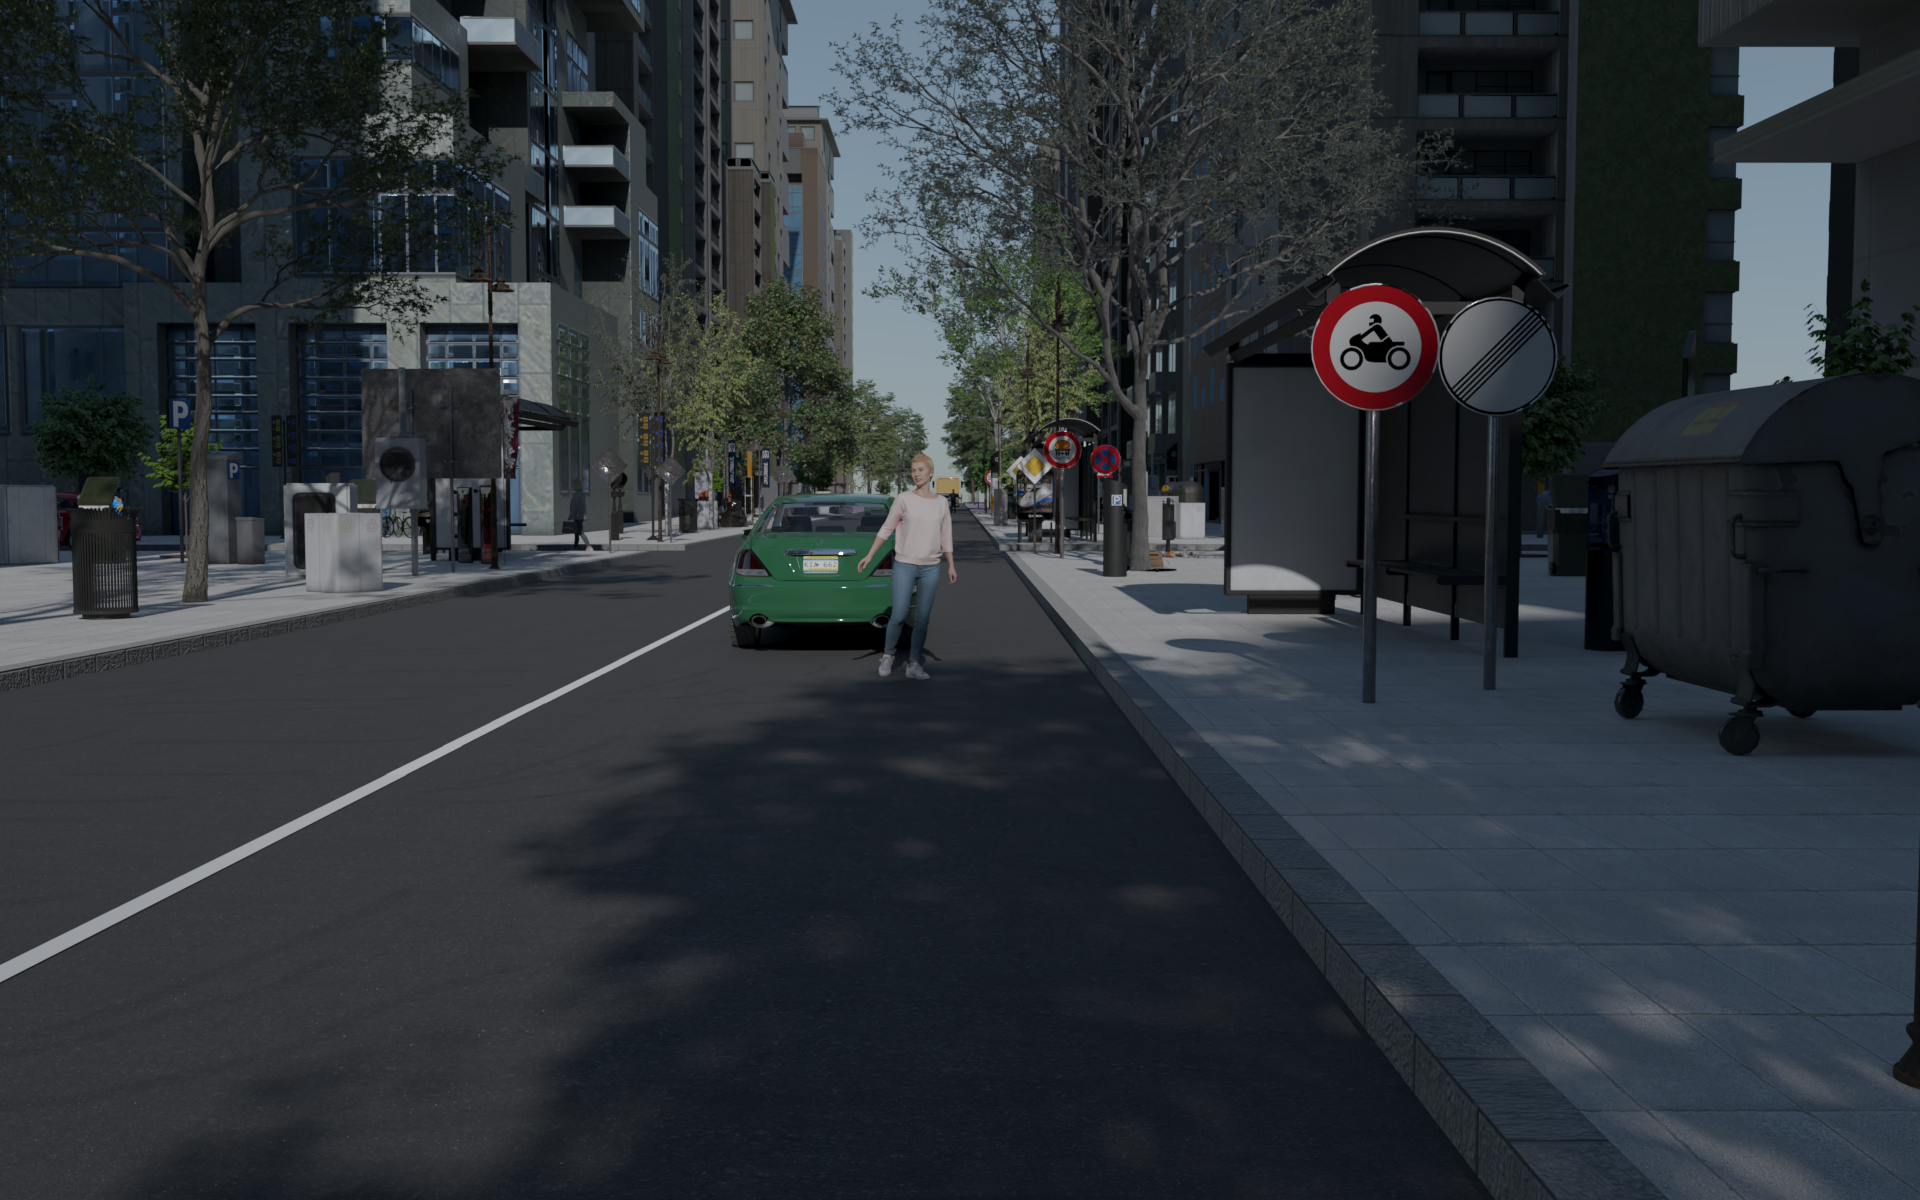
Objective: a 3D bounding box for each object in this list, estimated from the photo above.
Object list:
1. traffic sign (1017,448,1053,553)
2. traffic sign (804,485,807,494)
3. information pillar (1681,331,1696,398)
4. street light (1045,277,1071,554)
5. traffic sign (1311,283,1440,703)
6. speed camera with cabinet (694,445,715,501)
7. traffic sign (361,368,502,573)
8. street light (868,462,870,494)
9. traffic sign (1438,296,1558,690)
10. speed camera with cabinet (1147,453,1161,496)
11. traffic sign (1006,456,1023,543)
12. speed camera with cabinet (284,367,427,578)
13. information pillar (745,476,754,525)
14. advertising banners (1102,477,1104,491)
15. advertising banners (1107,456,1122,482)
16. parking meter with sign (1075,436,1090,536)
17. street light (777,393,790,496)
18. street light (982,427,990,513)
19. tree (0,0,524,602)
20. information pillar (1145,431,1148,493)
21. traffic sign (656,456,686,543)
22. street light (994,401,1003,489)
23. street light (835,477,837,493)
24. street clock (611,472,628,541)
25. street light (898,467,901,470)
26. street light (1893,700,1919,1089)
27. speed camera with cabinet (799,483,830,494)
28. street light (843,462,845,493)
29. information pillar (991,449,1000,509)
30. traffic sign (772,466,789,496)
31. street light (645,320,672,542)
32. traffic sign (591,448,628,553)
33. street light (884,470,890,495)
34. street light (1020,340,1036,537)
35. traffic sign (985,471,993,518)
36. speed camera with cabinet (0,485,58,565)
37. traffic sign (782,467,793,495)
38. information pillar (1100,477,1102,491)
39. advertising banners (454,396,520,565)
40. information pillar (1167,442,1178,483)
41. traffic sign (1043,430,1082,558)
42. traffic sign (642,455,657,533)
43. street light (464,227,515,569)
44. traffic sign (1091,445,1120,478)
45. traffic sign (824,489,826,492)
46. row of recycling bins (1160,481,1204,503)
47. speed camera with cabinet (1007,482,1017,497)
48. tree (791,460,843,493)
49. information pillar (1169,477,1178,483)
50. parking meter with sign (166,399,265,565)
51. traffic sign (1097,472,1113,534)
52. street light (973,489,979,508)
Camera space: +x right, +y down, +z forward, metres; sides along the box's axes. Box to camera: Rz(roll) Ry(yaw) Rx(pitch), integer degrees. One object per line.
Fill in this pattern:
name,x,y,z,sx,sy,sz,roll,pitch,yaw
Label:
traffic sign,1.615,-2.070,37.488,0.795,2.450,0.064,0,3,0
traffic sign,-9.852,-6.771,110.811,0.768,2.556,0.104,0,4,8
information pillar,10.414,-2.047,24.823,0.183,3.616,0.504,2,4,34
street light,2.089,-3.928,37.017,0.468,5.910,1.993,0,3,0
traffic sign,2.515,-0.640,10.572,0.768,2.556,0.104,0,4,5
speed camera with cabinet,-10.401,-4.666,70.620,0.660,3.252,2.038,0,4,0
traffic sign,-8.576,-2.095,28.122,2.265,3.308,0.079,0,4,1
street light,-8.217,-11.213,156.119,0.468,5.910,1.993,0,3,0
traffic sign,3.475,-0.684,11.290,0.768,2.556,0.104,0,4,1
speed camera with cabinet,9.813,-5.546,85.010,2.038,3.252,0.660,-3,4,-36
traffic sign,1.599,-2.558,45.473,0.795,2.450,0.064,0,3,0
speed camera with cabinet,-9.367,-1.988,26.843,2.038,3.252,0.660,0,4,-6
information pillar,-8.711,-4.102,71.562,0.304,2.012,0.304,0,4,6
advertising banners,8.786,-7.104,112.339,2.074,3.025,0.090,-1,4,-22
advertising banners,7.224,-5.172,80.749,0.090,3.025,2.074,-1,4,-11
parking meter with sign,3.789,-3.480,53.155,0.543,3.016,1.738,0,4,-3
street light,-8.111,-6.536,79.647,0.468,5.910,1.993,0,3,0
street light,1.835,-9.018,120.232,0.468,5.910,1.993,0,3,0
tree,-8.773,-5.259,20.396,7.601,10.594,8.767,-2,4,-27
information pillar,6.902,-4.471,64.450,0.183,3.616,0.504,0,4,-3
traffic sign,-7.596,-2.559,45.474,0.795,2.450,0.064,0,3,0
street light,1.928,-6.932,86.133,0.468,5.910,1.993,0,3,0
street light,-8.167,-8.631,113.906,0.468,5.910,1.993,0,3,0
street clock,-9.533,-2.641,47.753,0.471,2.002,0.358,3,5,44
street light,-8.404,-16.289,239.116,0.468,5.910,1.993,0,3,0
street light,2.139,-1.885,3.604,0.468,5.910,1.993,0,3,0
speed camera with cabinet,-9.479,-7.247,112.829,2.038,3.252,0.660,-2,4,-32
street light,-8.185,-9.138,122.201,0.468,5.910,1.993,0,3,0
information pillar,1.836,-5.996,89.392,0.504,3.616,0.183,0,4,-3
traffic sign,-8.028,-4.727,77.385,0.768,2.556,0.104,0,4,6
street light,-8.032,-4.492,46.234,0.468,5.910,1.993,0,3,0
traffic sign,-7.579,-2.070,37.489,0.795,2.450,0.064,0,3,0
street light,-8.391,-14.244,205.684,0.468,5.910,1.993,0,3,0
street light,2.033,-4.853,52.142,0.468,5.910,1.993,0,3,0
traffic sign,1.732,-5.716,93.558,0.768,2.556,0.104,0,4,5
speed camera with cabinet,-17.373,-2.249,31.104,0.660,3.252,2.038,2,4,30
traffic sign,-8.276,-5.012,82.049,0.768,2.556,0.104,0,4,2
information pillar,9.786,-7.778,118.528,0.504,3.616,0.183,1,4,19
advertising banners,-8.633,-2.166,31.610,2.074,3.025,0.090,3,5,41
information pillar,9.516,-5.278,77.647,0.504,3.616,0.183,1,4,19
traffic sign,2.053,-2.121,34.791,0.768,2.556,0.104,0,4,2
traffic sign,-10.087,-3.474,56.912,0.768,2.556,0.104,0,4,5
street light,-7.979,-3.470,29.515,0.468,5.910,1.993,0,3,0
traffic sign,3.752,-2.727,44.696,0.768,2.556,0.104,0,4,7
traffic sign,-9.358,-7.337,120.058,0.768,2.556,0.104,0,4,5
row of recycling bins,7.341,-3.053,57.024,1.069,1.692,3.534,0,4,-4
speed camera with cabinet,3.543,-7.409,115.466,0.660,3.252,2.038,3,5,45
tree,-8.467,-7.237,102.045,4.285,4.588,4.351,0,3,0
information pillar,8.980,-4.190,72.995,0.304,2.012,0.304,2,4,30
parking meter with sign,-13.581,-2.168,31.704,1.738,3.016,0.543,1,4,16
traffic sign,4.425,-3.380,55.259,0.884,2.594,0.081,0,4,4
street light,1.714,-11.610,162.618,0.468,5.910,1.993,0,3,0
